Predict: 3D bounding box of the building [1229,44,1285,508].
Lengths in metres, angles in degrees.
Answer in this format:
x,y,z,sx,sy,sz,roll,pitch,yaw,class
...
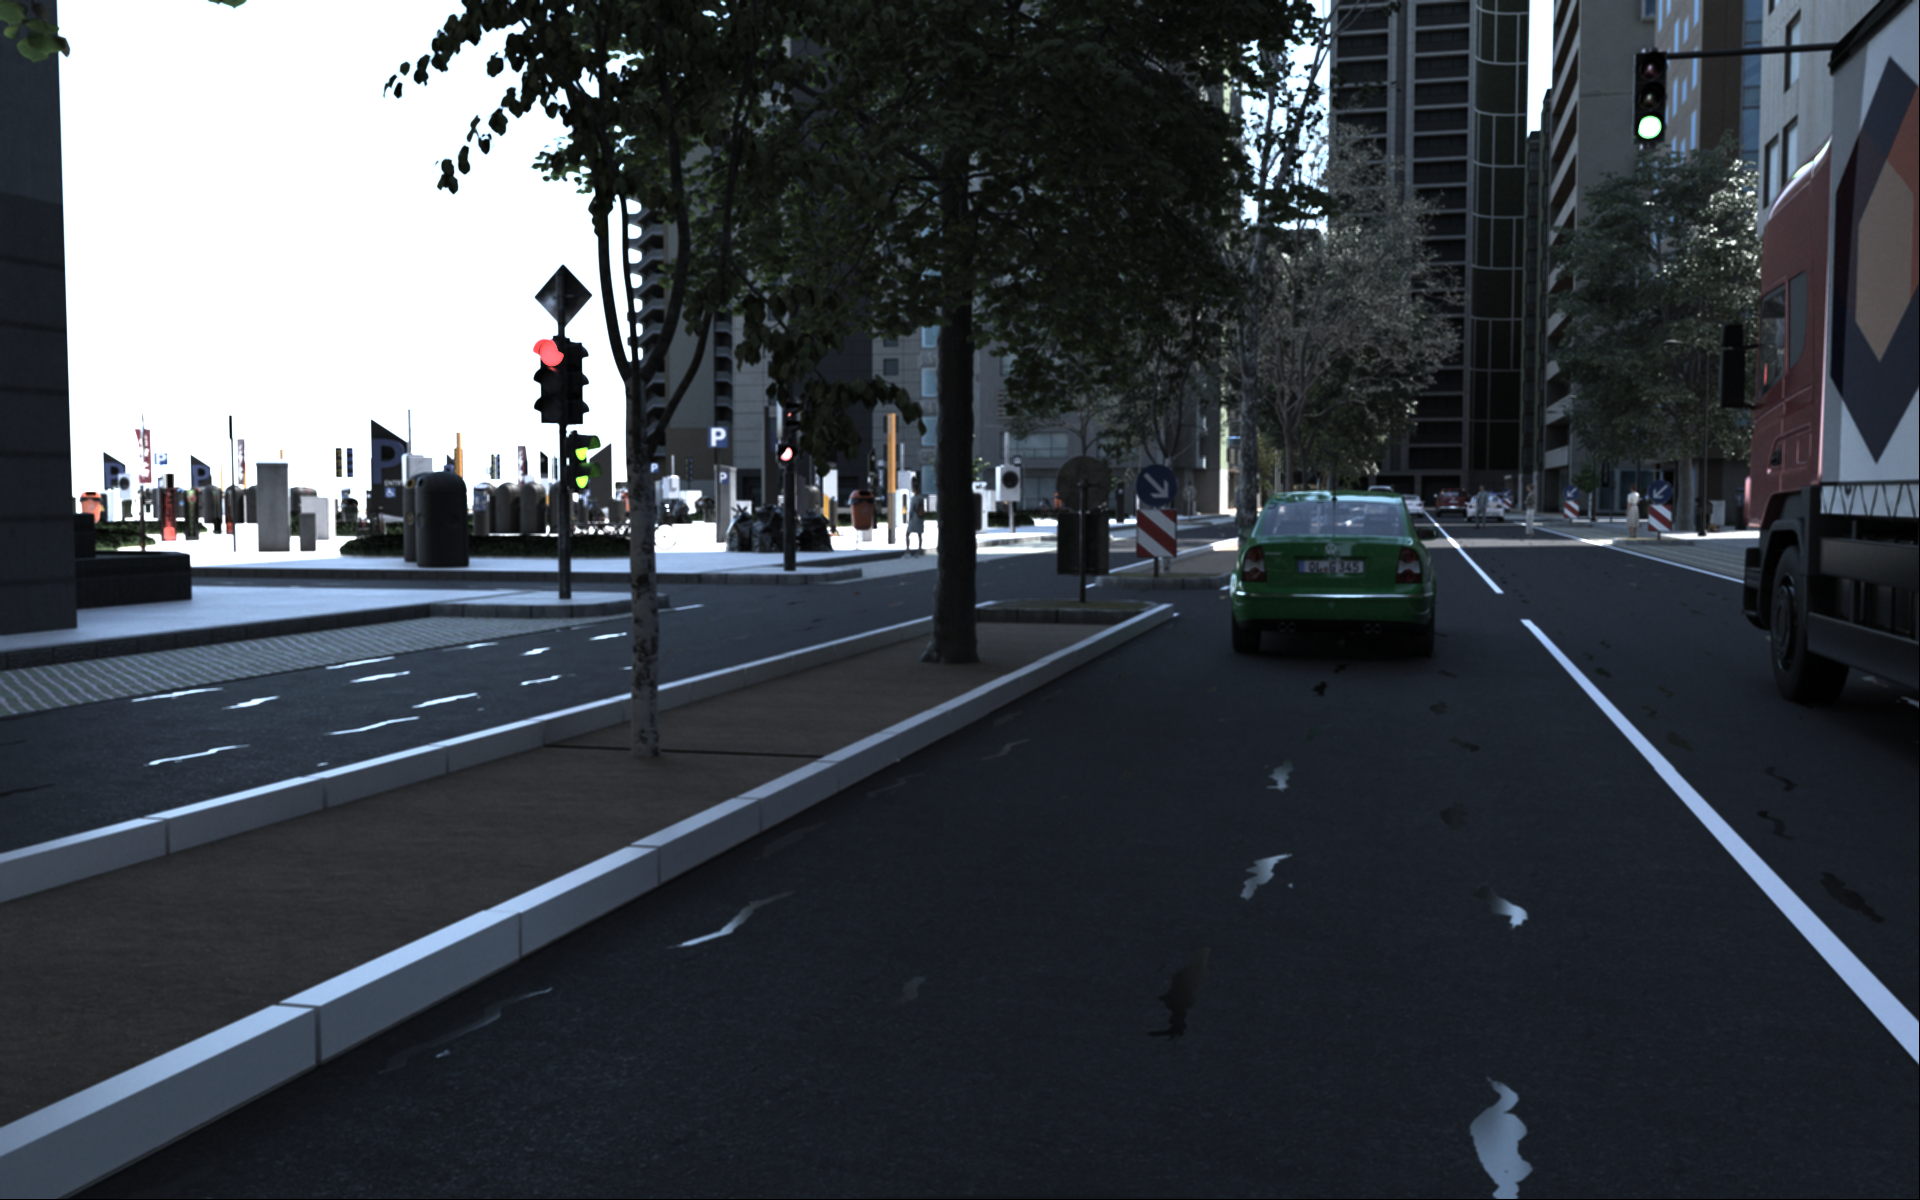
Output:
x,y,z,sx,sy,sz,roll,pitch,yaw,class
15.494,-52.309,167.929,31.000,86.520,22.319,1,4,14,building

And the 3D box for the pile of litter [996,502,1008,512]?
x,y,z,sx,sy,sz,roll,pitch,yaw,class
2.626,-5.152,98.200,1.719,0.858,1.176,0,4,4,pile of litter

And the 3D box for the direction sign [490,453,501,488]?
x,y,z,sx,sy,sz,roll,pitch,yaw,class
-25.835,-6.387,96.419,0.876,3.537,0.379,3,4,38,direction sign

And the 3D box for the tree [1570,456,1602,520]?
x,y,z,sx,sy,sz,roll,pitch,yaw,class
31.686,-5.692,87.668,1.663,3.219,1.824,0,3,0,tree

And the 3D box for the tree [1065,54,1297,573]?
x,y,z,sx,sy,sz,roll,pitch,yaw,class
3.377,-4.601,28.052,4.360,8.622,3.978,0,3,0,tree

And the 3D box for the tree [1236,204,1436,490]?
x,y,z,sx,sy,sz,roll,pitch,yaw,class
16.585,-10.281,77.207,9.857,13.997,8.962,0,3,0,tree

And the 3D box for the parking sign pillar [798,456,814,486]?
x,y,z,sx,sy,sz,roll,pitch,yaw,class
-9.443,-7.276,107.430,1.447,3.967,1.447,-1,4,-10,parking sign pillar

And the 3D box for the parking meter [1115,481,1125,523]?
x,y,z,sx,sy,sz,roll,pitch,yaw,class
7.090,-4.350,76.838,0.399,1.863,0.255,0,4,-5,parking meter

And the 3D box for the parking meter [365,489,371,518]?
x,y,z,sx,sy,sz,roll,pitch,yaw,class
-29.004,-4.690,85.091,0.372,1.533,0.369,0,3,0,parking meter

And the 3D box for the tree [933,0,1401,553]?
x,y,z,sx,sy,sz,roll,pitch,yaw,class
5.301,-11.003,38.251,12.611,20.169,13.585,0,3,0,tree

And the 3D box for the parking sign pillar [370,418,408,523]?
x,y,z,sx,sy,sz,roll,pitch,yaw,class
-20.101,-4.442,61.095,1.447,3.967,1.447,-1,4,-14,parking sign pillar

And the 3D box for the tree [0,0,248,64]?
x,y,z,sx,sy,sz,roll,pitch,yaw,class
-3.308,-5.030,2.831,7.486,12.596,7.792,0,3,0,tree

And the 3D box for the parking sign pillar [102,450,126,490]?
x,y,z,sx,sy,sz,roll,pitch,yaw,class
-52.004,-7.227,106.629,1.447,3.967,1.447,-2,4,-33,parking sign pillar

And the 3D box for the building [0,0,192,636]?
x,y,z,sx,sy,sz,roll,pitch,yaw,class
-23.126,-28.865,13.942,28.212,58.520,21.231,1,4,14,building

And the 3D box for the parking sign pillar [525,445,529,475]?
x,y,z,sx,sy,sz,roll,pitch,yaw,class
-23.932,-6.518,95.039,1.447,3.967,1.447,-1,4,-18,parking sign pillar

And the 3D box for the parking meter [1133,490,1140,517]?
x,y,z,sx,sy,sz,roll,pitch,yaw,class
9.939,-5.447,97.471,0.372,1.533,0.369,0,3,0,parking meter

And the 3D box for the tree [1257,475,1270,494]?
x,y,z,sx,sy,sz,roll,pitch,yaw,class
26.620,-9.780,154.510,1.663,3.219,1.824,0,3,0,tree

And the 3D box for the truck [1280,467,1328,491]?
x,y,z,sx,sy,sz,roll,pitch,yaw,class
24.127,-7.602,120.211,3.469,3.379,9.791,1,4,13,truck

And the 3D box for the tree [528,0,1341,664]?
x,y,z,sx,sy,sz,roll,pitch,yaw,class
-0.053,-5.762,14.799,7.486,12.596,7.792,0,3,0,tree

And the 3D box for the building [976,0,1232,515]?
x,y,z,sx,sy,sz,roll,pitch,yaw,class
9.471,-26.091,110.178,14.154,41.232,14.086,1,4,14,building

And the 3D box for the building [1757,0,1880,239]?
x,y,z,sx,sy,sz,roll,pitch,yaw,class
32.235,-27.134,32.878,27.495,52.752,28.713,1,4,14,building

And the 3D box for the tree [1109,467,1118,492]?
x,y,z,sx,sy,sz,roll,pitch,yaw,class
8.653,-6.596,102.448,1.663,3.219,1.824,0,3,0,tree

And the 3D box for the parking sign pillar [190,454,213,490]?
x,y,z,sx,sy,sz,roll,pitch,yaw,class
-50.324,-7.733,114.912,1.447,3.967,1.447,-3,4,-38,parking sign pillar

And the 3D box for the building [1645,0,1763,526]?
x,y,z,sx,sy,sz,roll,pitch,yaw,class
37.763,-25.884,73.315,14.600,45.320,14.200,1,4,14,building

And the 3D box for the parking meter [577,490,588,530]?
x,y,z,sx,sy,sz,roll,pitch,yaw,class
-13.624,-3.312,62.560,0.372,1.533,0.369,0,3,0,parking meter

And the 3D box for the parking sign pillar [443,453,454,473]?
x,y,z,sx,sy,sz,roll,pitch,yaw,class
-33.297,-7.646,113.489,1.447,3.967,1.447,2,4,35,parking sign pillar

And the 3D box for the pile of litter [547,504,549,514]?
x,y,z,sx,sy,sz,roll,pitch,yaw,class
-20.813,-4.505,87.620,1.719,0.858,1.176,2,4,30,pile of litter

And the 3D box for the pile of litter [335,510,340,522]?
x,y,z,sx,sy,sz,roll,pitch,yaw,class
-23.050,-3.068,64.132,1.176,0.858,1.719,0,4,6,pile of litter

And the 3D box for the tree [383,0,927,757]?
x,y,z,sx,sy,sz,roll,pitch,yaw,class
-1.734,-3.433,8.949,4.737,8.622,4.395,0,3,0,tree

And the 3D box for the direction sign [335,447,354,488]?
x,y,z,sx,sy,sz,roll,pitch,yaw,class
-29.779,-5.617,83.840,0.876,3.537,0.379,0,4,-3,direction sign

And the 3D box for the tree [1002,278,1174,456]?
x,y,z,sx,sy,sz,roll,pitch,yaw,class
5.132,-8.267,69.575,7.601,10.594,8.767,1,4,12,tree

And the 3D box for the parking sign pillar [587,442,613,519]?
x,y,z,sx,sy,sz,roll,pitch,yaw,class
-18.541,-6.154,89.097,1.447,3.967,1.447,-3,5,-39,parking sign pillar

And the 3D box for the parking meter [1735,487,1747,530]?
x,y,z,sx,sy,sz,roll,pitch,yaw,class
27.883,-3.265,61.796,0.372,1.533,0.369,0,3,0,parking meter

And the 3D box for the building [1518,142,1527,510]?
x,y,z,sx,sy,sz,roll,pitch,yaw,class
52.258,-22.453,138.803,14.160,30.474,14.107,1,4,14,building

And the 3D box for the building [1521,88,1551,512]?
x,y,z,sx,sy,sz,roll,pitch,yaw,class
48.807,-21.603,124.904,14.160,30.474,14.107,1,4,14,building

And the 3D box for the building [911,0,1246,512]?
x,y,z,sx,sy,sz,roll,pitch,yaw,class
9.924,-31.397,132.957,23.786,49.044,30.456,1,4,14,building

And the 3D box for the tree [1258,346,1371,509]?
x,y,z,sx,sy,sz,roll,pitch,yaw,class
14.539,-7.152,69.749,4.737,8.622,4.395,0,3,0,tree

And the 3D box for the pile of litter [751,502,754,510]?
x,y,z,sx,sy,sz,roll,pitch,yaw,class
-12.637,-5.469,103.385,1.719,0.858,1.176,2,4,34,pile of litter

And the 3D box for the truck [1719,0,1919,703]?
x,y,z,sx,sy,sz,roll,pitch,yaw,class
6.042,-1.190,8.366,2.839,4.237,11.283,1,4,14,truck

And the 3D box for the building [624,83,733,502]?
x,y,z,sx,sy,sz,roll,pitch,yaw,class
-25.703,-32.574,182.689,14.200,45.320,14.600,1,4,14,building

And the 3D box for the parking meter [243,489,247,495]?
x,y,z,sx,sy,sz,roll,pitch,yaw,class
-33.928,-4.498,81.958,0.372,1.533,0.369,0,3,0,parking meter

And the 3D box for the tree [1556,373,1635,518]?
x,y,z,sx,sy,sz,roll,pitch,yaw,class
33.751,-8.666,92.044,4.360,8.622,3.978,0,3,0,tree

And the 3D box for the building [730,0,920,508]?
x,y,z,sx,sy,sz,roll,pitch,yaw,class
-9.665,-45.025,174.410,20.611,71.187,20.563,1,4,14,building

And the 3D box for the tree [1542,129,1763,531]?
x,y,z,sx,sy,sz,roll,pitch,yaw,class
25.257,-9.394,60.254,9.857,13.997,8.962,0,3,0,tree

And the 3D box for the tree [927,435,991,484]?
x,y,z,sx,sy,sz,roll,pitch,yaw,class
-0.210,-3.337,49.168,1.663,3.219,1.824,0,3,0,tree

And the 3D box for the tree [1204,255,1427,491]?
x,y,z,sx,sy,sz,roll,pitch,yaw,class
12.842,-7.755,63.665,8.767,10.594,7.601,1,4,14,tree

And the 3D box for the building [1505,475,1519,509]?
x,y,z,sx,sy,sz,roll,pitch,yaw,class
66.089,-28.300,154.579,32.217,40.220,23.993,1,4,14,building

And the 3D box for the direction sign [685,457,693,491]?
x,y,z,sx,sy,sz,roll,pitch,yaw,class
-16.572,-6.969,105.943,0.379,3.537,0.876,-3,4,-37,direction sign

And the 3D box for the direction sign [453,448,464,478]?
x,y,z,sx,sy,sz,roll,pitch,yaw,class
-24.643,-5.701,85.200,0.379,3.537,0.876,1,4,16,direction sign

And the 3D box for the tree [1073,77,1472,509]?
x,y,z,sx,sy,sz,roll,pitch,yaw,class
9.821,-8.466,51.239,12.009,13.543,11.850,0,3,0,tree

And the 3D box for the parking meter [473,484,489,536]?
x,y,z,sx,sy,sz,roll,pitch,yaw,class
-11.544,-2.039,41.747,0.372,1.533,0.369,0,3,0,parking meter

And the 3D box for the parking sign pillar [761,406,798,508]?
x,y,z,sx,sy,sz,roll,pitch,yaw,class
-5.921,-4.001,53.888,1.447,3.967,1.447,-1,4,-11,parking sign pillar

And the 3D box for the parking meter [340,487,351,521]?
x,y,z,sx,sy,sz,roll,pitch,yaw,class
-22.266,-3.328,62.830,0.372,1.533,0.369,0,3,0,parking meter

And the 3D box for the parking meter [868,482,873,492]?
x,y,z,sx,sy,sz,roll,pitch,yaw,class
-4.299,-4.810,84.349,0.255,1.863,0.399,-2,4,-24,parking meter
